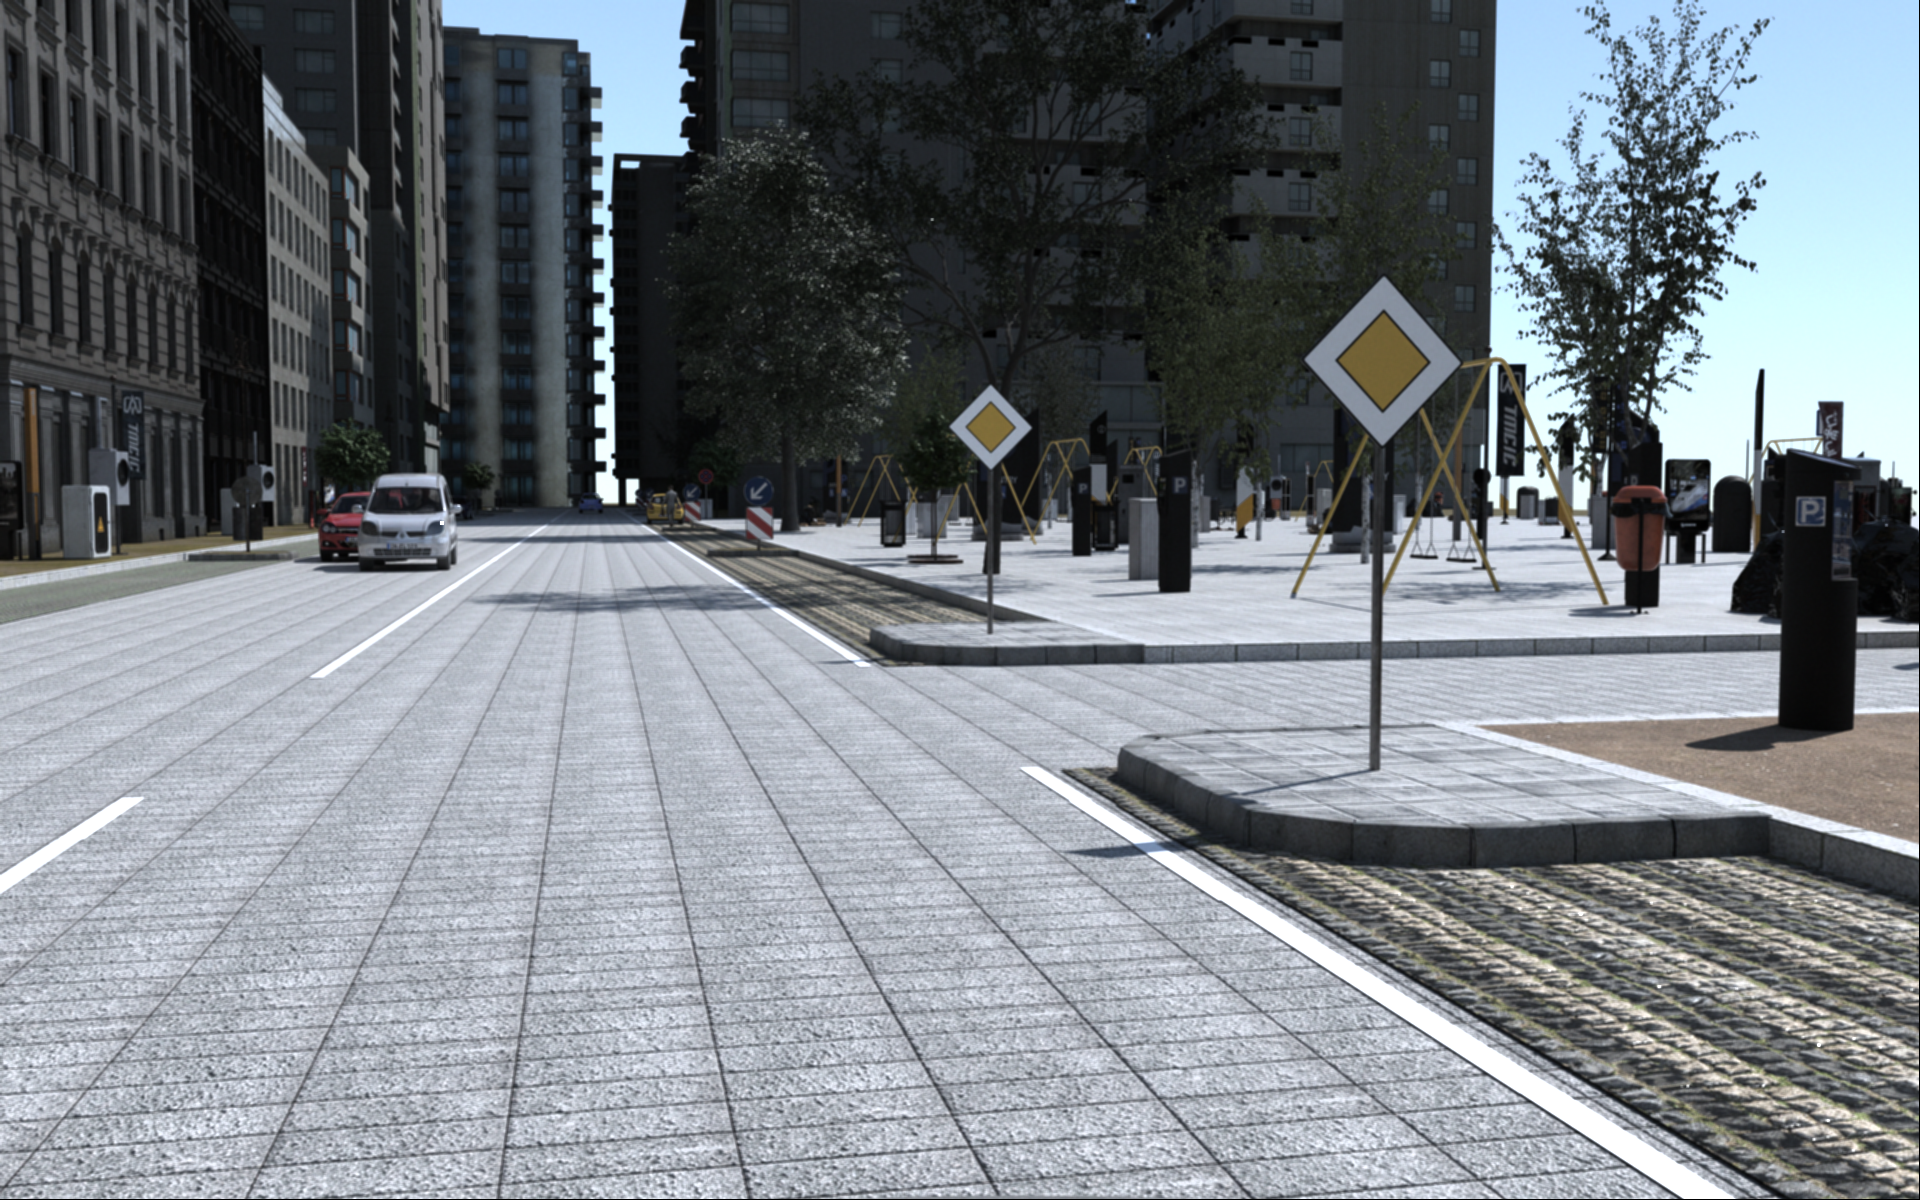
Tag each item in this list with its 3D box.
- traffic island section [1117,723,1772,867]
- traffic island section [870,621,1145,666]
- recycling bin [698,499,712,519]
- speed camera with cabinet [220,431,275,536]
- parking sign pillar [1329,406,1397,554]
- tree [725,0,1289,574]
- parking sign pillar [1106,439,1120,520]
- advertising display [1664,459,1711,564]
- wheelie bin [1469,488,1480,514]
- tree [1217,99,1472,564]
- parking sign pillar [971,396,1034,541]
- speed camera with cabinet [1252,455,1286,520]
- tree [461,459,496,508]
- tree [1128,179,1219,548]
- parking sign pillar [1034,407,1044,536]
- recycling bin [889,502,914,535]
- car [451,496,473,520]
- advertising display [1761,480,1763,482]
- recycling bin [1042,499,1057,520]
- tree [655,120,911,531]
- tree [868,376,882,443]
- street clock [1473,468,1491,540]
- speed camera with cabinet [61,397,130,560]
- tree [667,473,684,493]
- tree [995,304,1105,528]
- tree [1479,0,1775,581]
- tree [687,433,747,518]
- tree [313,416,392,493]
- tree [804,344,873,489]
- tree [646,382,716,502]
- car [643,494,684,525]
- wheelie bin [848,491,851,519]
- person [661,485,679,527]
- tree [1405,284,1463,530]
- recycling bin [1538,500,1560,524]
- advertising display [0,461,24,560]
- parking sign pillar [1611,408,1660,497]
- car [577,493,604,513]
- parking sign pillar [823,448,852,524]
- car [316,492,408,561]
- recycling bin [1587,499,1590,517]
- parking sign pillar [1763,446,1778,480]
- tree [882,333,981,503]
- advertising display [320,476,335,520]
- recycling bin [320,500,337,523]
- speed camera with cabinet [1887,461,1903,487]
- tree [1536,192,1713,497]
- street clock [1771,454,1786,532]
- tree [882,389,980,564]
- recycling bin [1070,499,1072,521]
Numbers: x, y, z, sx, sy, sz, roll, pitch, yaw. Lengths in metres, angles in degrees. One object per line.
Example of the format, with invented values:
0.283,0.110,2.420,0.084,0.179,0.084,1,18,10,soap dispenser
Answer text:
1.948,0.869,8.076,2.009,0.180,2.903,-1,4,-12,traffic island section
0.294,0.391,15.888,2.009,0.180,2.903,-1,4,-12,traffic island section
-12.995,-4.629,88.238,0.722,1.027,0.722,-1,4,-10,recycling bin
-22.224,-3.652,54.045,0.660,3.252,2.038,1,4,12,speed camera with cabinet
8.841,-3.025,37.923,1.447,3.967,1.447,-1,4,-21,parking sign pillar
0.524,-5.669,27.098,8.767,10.594,7.601,0,4,-7,tree
7.176,-5.886,84.705,1.447,3.967,1.447,2,4,32,parking sign pillar
13.443,-1.640,32.030,0.974,1.923,0.123,-1,4,-21,advertising display
27.767,-5.218,93.228,0.693,1.594,0.980,0,4,3,wheelie bin
7.247,-4.976,31.725,4.737,8.622,4.395,0,3,0,tree
1.027,-3.617,47.602,1.447,3.967,1.447,-1,4,-17,parking sign pillar
15.296,-5.670,87.044,2.038,3.252,0.660,2,4,24,speed camera with cabinet
-45.220,-10.929,162.401,4.285,4.588,4.351,0,3,0,tree
5.646,-5.517,40.558,4.737,8.622,4.395,0,3,0,tree
1.892,-4.011,54.054,1.447,3.967,1.447,1,4,16,parking sign pillar
-1.845,-2.539,54.066,0.722,1.027,0.722,2,4,32,recycling bin
-28.217,-5.146,96.722,1.945,1.354,3.894,-1,4,-11,car
37.638,-4.625,80.825,0.974,1.923,0.123,-2,4,-30,advertising display
4.297,-4.417,84.771,0.722,1.027,0.722,-2,4,-27,recycling bin
-5.848,-9.354,59.593,9.857,13.997,8.962,0,3,0,tree
-2.682,-8.346,86.814,4.737,8.622,4.395,0,3,0,tree
14.715,-2.709,48.867,0.358,2.002,0.471,-2,4,-26,street clock
-17.278,-2.465,34.641,0.660,3.252,2.038,0,4,-6,speed camera with cabinet
-24.538,-9.341,147.321,1.663,3.219,1.824,0,3,0,tree
3.244,-6.959,64.146,4.360,8.622,3.978,0,3,0,tree
9.892,-4.596,25.503,4.360,8.622,3.978,0,3,0,tree
-12.873,-6.595,91.548,4.285,4.588,4.351,0,3,0,tree
-25.485,-5.431,72.511,4.285,4.588,4.351,0,3,0,tree
-6.173,-7.970,80.669,4.360,8.622,3.978,0,3,0,tree
-17.954,-9.891,112.072,4.360,8.622,3.978,0,3,0,tree
-14.050,-4.417,82.445,2.015,1.641,3.980,-1,4,-10,car
-5.294,-4.275,77.810,0.980,1.594,0.693,2,4,32,wheelie bin
-12.442,-4.020,74.352,0.709,1.813,0.853,-3,5,-39,person
16.466,-6.778,61.177,4.360,8.622,3.978,0,3,0,tree
25.752,-3.863,75.721,0.722,1.027,0.722,0,4,-2,recycling bin
-18.574,-1.738,33.626,0.974,1.923,0.123,1,4,23,advertising display
19.416,-3.754,49.850,1.447,3.967,1.447,-2,4,-34,parking sign pillar
-27.762,-7.377,130.199,1.945,1.707,3.694,-1,4,-13,car
-5.462,-5.341,75.802,1.447,3.967,1.447,-3,5,-40,parking sign pillar
-13.048,-1.793,38.358,2.155,1.783,4.494,-1,4,-13,car
35.831,-5.211,97.746,0.722,1.027,0.722,1,4,14,recycling bin
45.822,-6.662,97.391,1.447,3.967,1.447,-1,4,-19,parking sign pillar
-0.992,-7.663,75.660,4.737,8.622,4.395,0,3,0,tree
-22.859,-3.514,62.665,0.123,1.923,0.974,0,4,3,advertising display
-27.345,-3.836,75.272,0.722,1.027,0.722,-2,4,-35,recycling bin
54.997,-6.657,103.181,2.038,3.252,0.660,0,4,-1,speed camera with cabinet
16.241,-5.685,43.313,4.737,8.622,4.395,0,3,0,tree
14.998,-1.655,31.623,0.358,2.002,0.471,2,4,34,street clock
-0.569,-2.290,32.044,1.663,3.219,1.824,0,3,0,tree
5.617,-4.254,82.113,0.722,1.027,0.722,1,4,19,recycling bin
